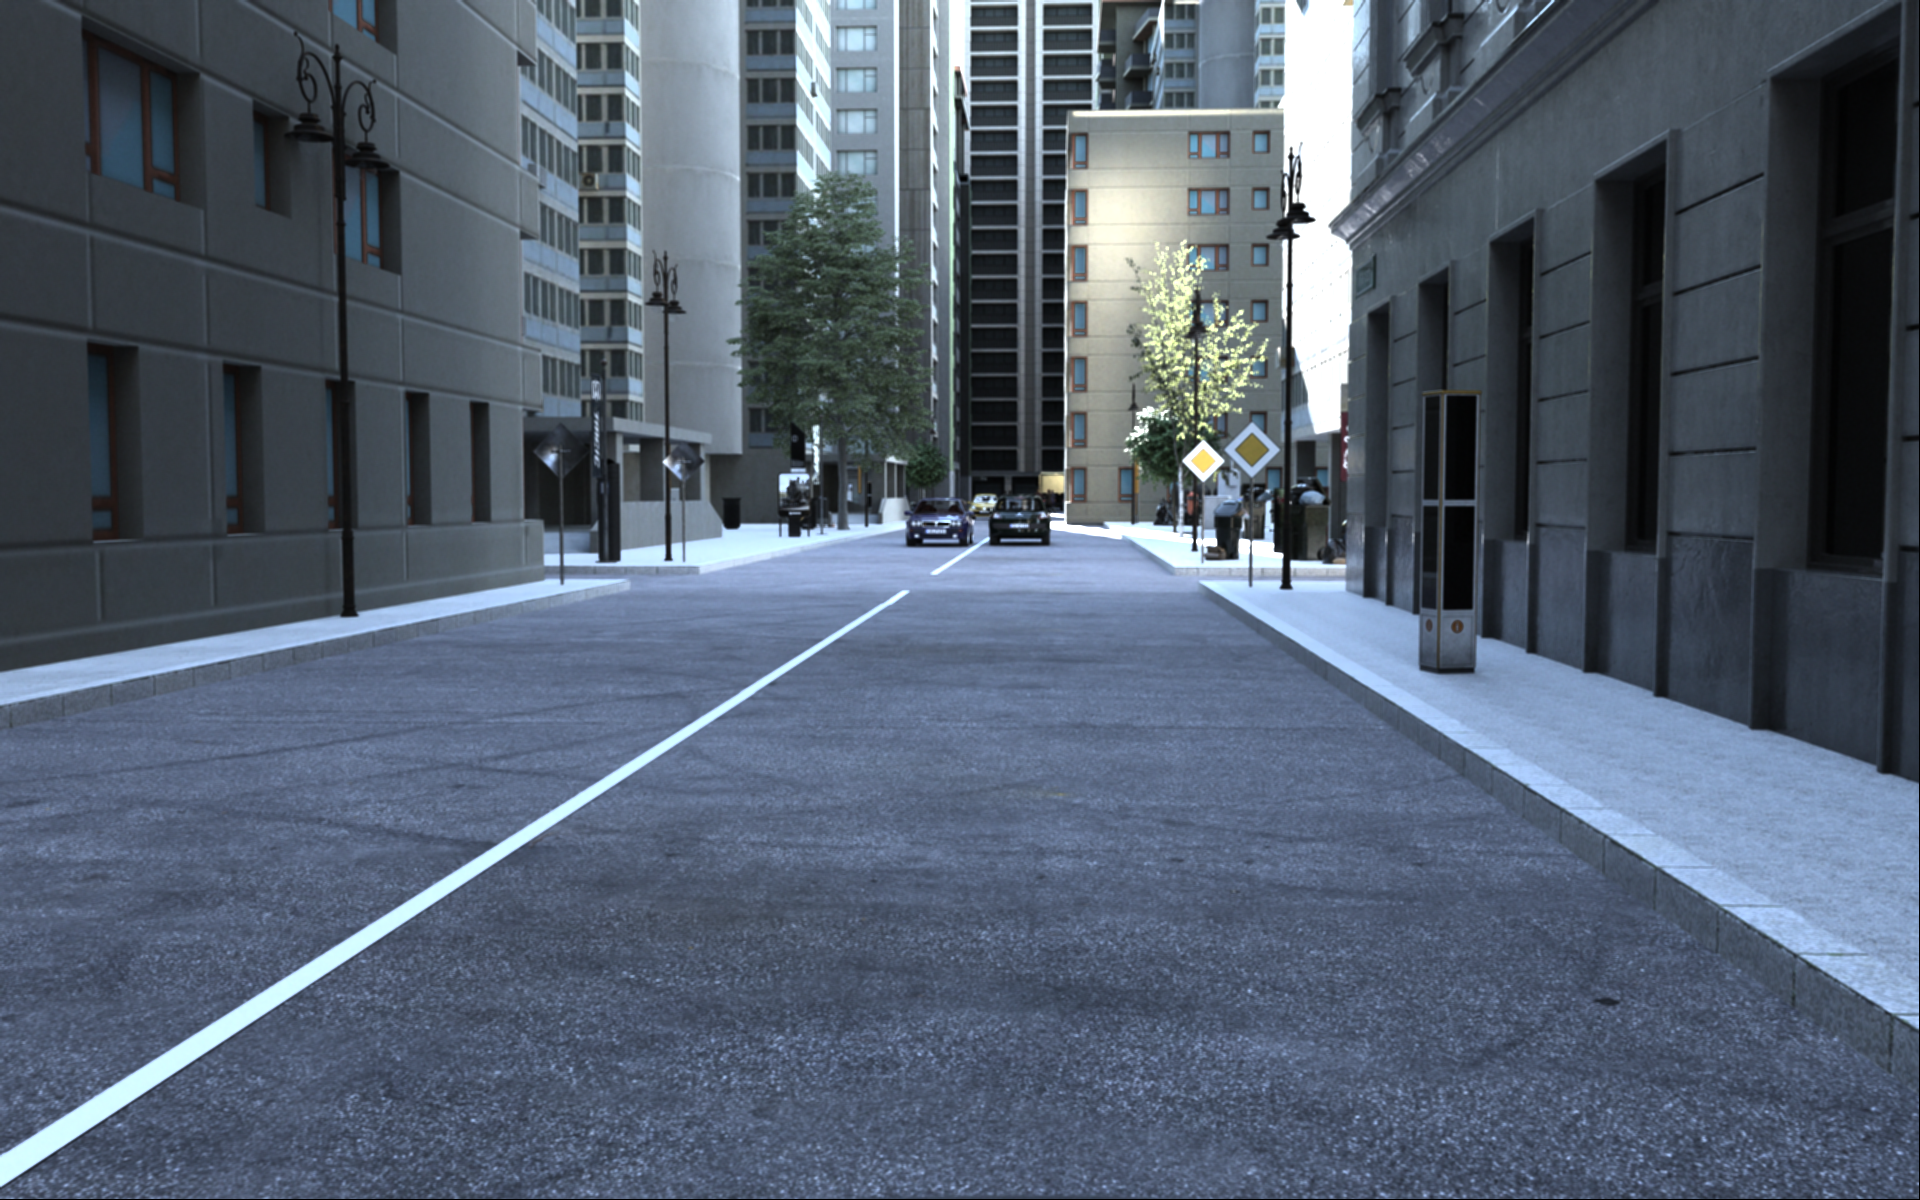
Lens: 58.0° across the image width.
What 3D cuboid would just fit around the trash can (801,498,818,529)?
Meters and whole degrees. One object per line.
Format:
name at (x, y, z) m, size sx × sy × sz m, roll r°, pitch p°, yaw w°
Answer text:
trash can at (-5.543, -3.147, 63.099) m, size 0.748 × 1.137 × 0.748 m, roll 0°, pitch 3°, yaw 0°

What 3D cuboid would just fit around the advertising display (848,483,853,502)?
advertising display at (-6.616, -6.025, 103.722) m, size 0.123 × 1.923 × 0.974 m, roll 1°, pitch 4°, yaw 11°

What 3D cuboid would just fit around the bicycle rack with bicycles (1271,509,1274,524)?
bicycle rack with bicycles at (12.823, -3.789, 75.325) m, size 2.852 × 0.926 × 2.925 m, roll -2°, pitch 4°, yaw -29°

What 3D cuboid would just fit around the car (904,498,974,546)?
car at (-0.548, -2.205, 48.638) m, size 1.945 × 1.354 × 3.894 m, roll 0°, pitch 4°, yaw 3°

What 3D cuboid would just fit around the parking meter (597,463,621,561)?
parking meter at (-6.697, -1.670, 33.017) m, size 0.399 × 1.863 × 0.255 m, roll 2°, pitch 4°, yaw 29°

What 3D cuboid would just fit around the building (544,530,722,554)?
building at (-23.494, -21.533, 43.941) m, size 32.217 × 40.220 × 23.993 m, roll 0°, pitch 4°, yaw 3°

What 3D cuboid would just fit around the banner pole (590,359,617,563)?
banner pole at (-6.645, -2.567, 31.992) m, size 0.401 × 3.779 × 0.863 m, roll 1°, pitch 4°, yaw 10°

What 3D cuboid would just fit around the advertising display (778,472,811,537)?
advertising display at (-4.942, -2.839, 51.626) m, size 0.974 × 1.923 × 0.123 m, roll -1°, pitch 4°, yaw -14°

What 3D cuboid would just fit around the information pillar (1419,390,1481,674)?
information pillar at (3.518, -0.487, 12.455) m, size 0.304 × 2.012 × 0.304 m, roll -1°, pitch 4°, yaw -12°

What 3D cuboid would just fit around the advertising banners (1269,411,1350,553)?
advertising banners at (7.634, -2.501, 37.079) m, size 2.074 × 3.025 × 0.090 m, roll 2°, pitch 4°, yaw 31°

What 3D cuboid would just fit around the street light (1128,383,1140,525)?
street light at (7.227, -6.083, 72.244) m, size 0.468 × 5.910 × 1.993 m, roll 0°, pitch 4°, yaw 3°

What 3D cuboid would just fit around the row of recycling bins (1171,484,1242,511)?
row of recycling bins at (10.540, -3.981, 72.202) m, size 3.534 × 1.692 × 1.069 m, roll 1°, pitch 4°, yaw 11°

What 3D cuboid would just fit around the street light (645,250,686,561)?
street light at (-5.593, -3.687, 33.064) m, size 0.468 × 5.910 × 1.993 m, roll 0°, pitch 4°, yaw 3°

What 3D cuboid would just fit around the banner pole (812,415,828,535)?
banner pole at (-4.490, -3.968, 54.891) m, size 0.401 × 3.779 × 0.863 m, roll -2°, pitch 4°, yaw -32°

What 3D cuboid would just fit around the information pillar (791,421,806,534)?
information pillar at (-5.201, -3.926, 55.549) m, size 0.504 × 3.616 × 0.183 m, roll 1°, pitch 4°, yaw 16°

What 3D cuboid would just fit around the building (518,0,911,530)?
building at (-18.960, -23.725, 79.784) m, size 32.217 × 40.220 × 23.993 m, roll 0°, pitch 4°, yaw 3°

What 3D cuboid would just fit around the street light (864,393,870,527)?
street light at (-3.641, -5.782, 67.317) m, size 0.468 × 5.910 × 1.993 m, roll 0°, pitch 4°, yaw 3°

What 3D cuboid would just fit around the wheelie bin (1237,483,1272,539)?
wheelie bin at (8.371, -2.523, 49.157) m, size 0.980 × 1.594 × 0.693 m, roll 0°, pitch 4°, yaw 3°

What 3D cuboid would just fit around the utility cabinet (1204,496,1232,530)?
utility cabinet at (9.188, -3.106, 61.948) m, size 1.020 × 1.237 × 0.306 m, roll 3°, pitch 4°, yaw 36°

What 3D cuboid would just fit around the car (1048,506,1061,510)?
car at (8.709, -9.272, 161.813) m, size 2.015 × 1.641 × 3.980 m, roll 0°, pitch 4°, yaw 3°

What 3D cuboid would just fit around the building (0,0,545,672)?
building at (-21.362, -10.214, 12.043) m, size 28.899 × 21.520 × 27.650 m, roll 0°, pitch 4°, yaw 3°

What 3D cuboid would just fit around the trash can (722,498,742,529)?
trash can at (-8.364, -3.170, 63.482) m, size 0.748 × 1.137 × 0.748 m, roll 0°, pitch 3°, yaw 0°

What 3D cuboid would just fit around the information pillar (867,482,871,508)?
information pillar at (-5.471, -6.129, 104.708) m, size 0.304 × 2.012 × 0.304 m, roll 0°, pitch 4°, yaw -5°

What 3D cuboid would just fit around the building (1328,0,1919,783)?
building at (11.781, -13.693, 0.299) m, size 17.030 × 29.872 × 44.131 m, roll 0°, pitch 4°, yaw 3°

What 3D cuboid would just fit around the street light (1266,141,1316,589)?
street light at (4.406, -3.084, 23.212) m, size 0.468 × 5.910 × 1.993 m, roll 0°, pitch 4°, yaw 3°

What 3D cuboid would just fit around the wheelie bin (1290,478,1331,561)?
wheelie bin at (6.711, -1.559, 33.403) m, size 0.693 × 1.594 × 0.980 m, roll -2°, pitch 4°, yaw -26°

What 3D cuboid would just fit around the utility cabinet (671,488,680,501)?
utility cabinet at (-11.248, -3.631, 68.045) m, size 1.173 × 1.500 × 0.318 m, roll 1°, pitch 4°, yaw 20°

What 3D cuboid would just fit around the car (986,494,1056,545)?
car at (1.739, -2.443, 49.737) m, size 2.009 × 1.686 × 4.222 m, roll 0°, pitch 4°, yaw 3°

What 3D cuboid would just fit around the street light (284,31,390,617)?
street light at (-6.398, -2.763, 17.967) m, size 0.468 × 5.910 × 1.993 m, roll 0°, pitch 4°, yaw 3°

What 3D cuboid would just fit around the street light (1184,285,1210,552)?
street light at (5.245, -4.021, 38.523) m, size 0.468 × 5.910 × 1.993 m, roll 0°, pitch 4°, yaw 3°

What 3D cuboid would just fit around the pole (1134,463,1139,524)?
pole at (7.674, -4.975, 75.179) m, size 0.158 × 3.312 × 0.155 m, roll 0°, pitch 3°, yaw 0°

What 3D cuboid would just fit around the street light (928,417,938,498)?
street light at (-1.602, -7.910, 102.124) m, size 0.468 × 5.910 × 1.993 m, roll 0°, pitch 4°, yaw 3°

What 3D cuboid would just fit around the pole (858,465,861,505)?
pole at (-5.618, -6.309, 96.999) m, size 0.158 × 3.312 × 0.155 m, roll 0°, pitch 3°, yaw 0°

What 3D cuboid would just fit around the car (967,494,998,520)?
car at (1.455, -5.347, 97.648) m, size 2.015 × 1.641 × 3.980 m, roll 0°, pitch 4°, yaw 3°
